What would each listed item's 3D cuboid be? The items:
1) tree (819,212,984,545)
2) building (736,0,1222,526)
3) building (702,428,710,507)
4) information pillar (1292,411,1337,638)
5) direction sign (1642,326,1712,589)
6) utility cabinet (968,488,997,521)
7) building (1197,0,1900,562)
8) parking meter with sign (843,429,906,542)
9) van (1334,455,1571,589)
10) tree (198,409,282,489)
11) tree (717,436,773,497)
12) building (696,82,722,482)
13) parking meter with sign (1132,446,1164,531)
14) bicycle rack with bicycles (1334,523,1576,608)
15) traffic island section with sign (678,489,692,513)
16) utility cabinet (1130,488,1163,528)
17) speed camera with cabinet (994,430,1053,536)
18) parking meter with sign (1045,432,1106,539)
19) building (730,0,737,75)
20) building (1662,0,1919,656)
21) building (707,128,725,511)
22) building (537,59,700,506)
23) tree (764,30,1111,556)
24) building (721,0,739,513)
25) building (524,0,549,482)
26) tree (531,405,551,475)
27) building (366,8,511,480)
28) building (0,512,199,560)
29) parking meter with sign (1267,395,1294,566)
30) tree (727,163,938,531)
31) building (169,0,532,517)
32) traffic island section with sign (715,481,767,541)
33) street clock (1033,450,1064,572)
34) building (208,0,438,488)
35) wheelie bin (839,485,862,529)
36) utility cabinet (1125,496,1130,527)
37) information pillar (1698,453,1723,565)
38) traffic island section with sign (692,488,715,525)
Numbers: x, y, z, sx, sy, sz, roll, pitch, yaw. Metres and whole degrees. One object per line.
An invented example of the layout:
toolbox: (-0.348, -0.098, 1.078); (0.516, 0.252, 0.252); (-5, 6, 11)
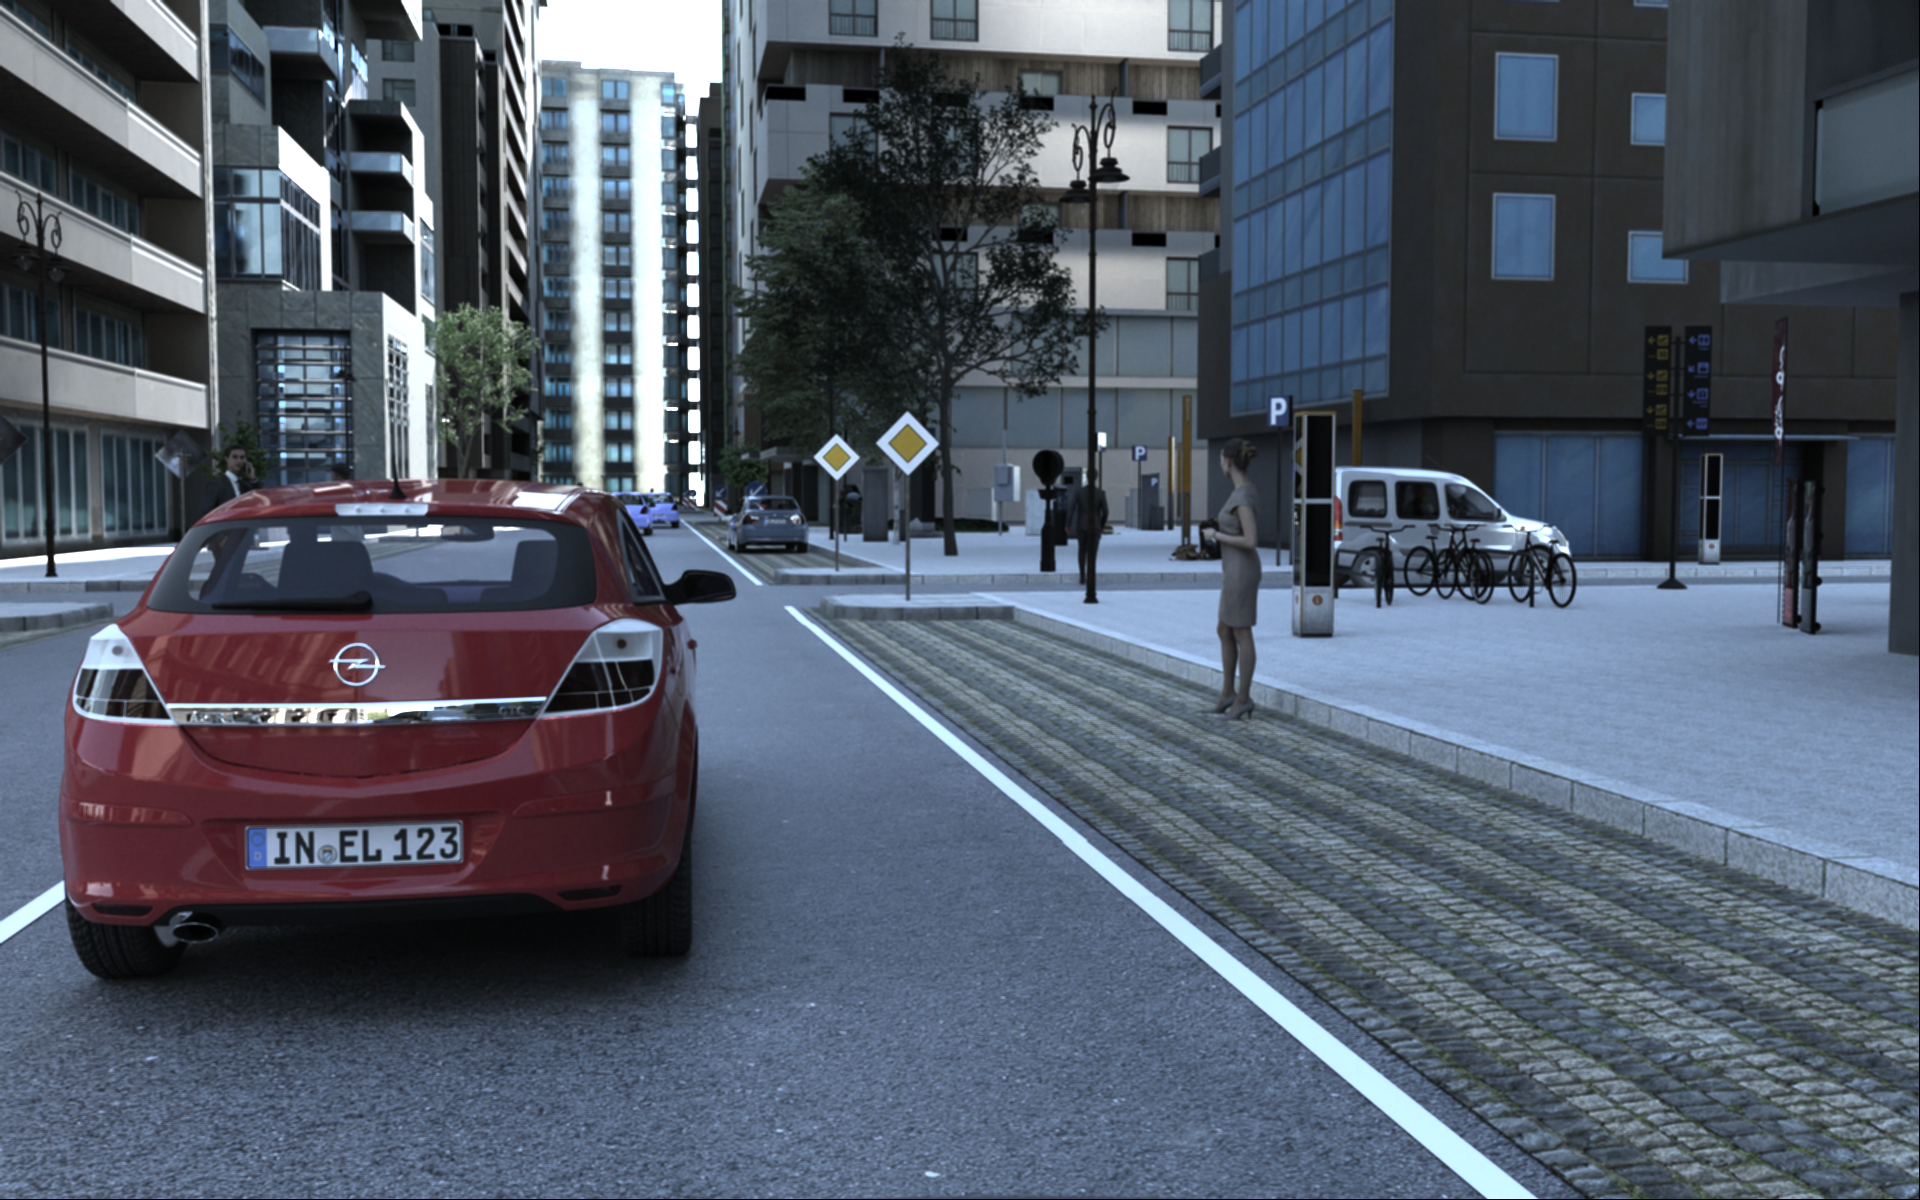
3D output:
tree: (-1.554, -5.678, 43.191); (4.360, 8.622, 3.978); (0, 3, 0)
building: (3.617, -30.095, 81.295); (28.713, 52.752, 27.495); (-1, 4, -10)
building: (-12.811, -52.003, 162.918); (22.319, 86.520, 31.000); (-1, 4, -10)
information pillar: (3.176, -0.676, 15.548); (0.304, 2.012, 0.304); (0, 4, -5)
direction sign: (9.668, -1.921, 23.413); (0.876, 3.537, 0.379); (0, 4, 3)
utility cabinet: (0.829, -3.421, 64.618); (1.173, 1.500, 0.318); (3, 5, 40)
building: (14.319, -23.736, 38.203); (14.200, 45.320, 14.600); (-1, 4, -10)
parking meter with sign: (-2.283, -3.096, 46.881); (1.738, 3.016, 0.543); (0, 4, -7)
van: (7.316, -1.204, 26.694); (4.112, 2.044, 2.013); (-1, 4, -10)
tree: (-16.510, -2.768, 39.854); (1.663, 3.219, 1.824); (0, 3, 0)
tree: (-12.187, -7.032, 98.692); (4.285, 4.588, 4.351); (0, 3, 0)
building: (-21.798, -33.179, 192.582); (14.200, 45.320, 14.600); (-1, 4, -10)
parking meter with sign: (6.739, -3.991, 61.517); (0.543, 3.016, 1.738); (-1, 4, -20)
bicycle rack with bicycles: (5.679, -0.442, 20.614); (2.852, 0.926, 2.925); (0, 4, -2)
traffic island section with sign: (-19.999, -7.358, 128.933); (1.989, 1.847, 2.006); (-1, 4, -10)
utility cabinet: (6.962, -3.430, 64.756); (1.173, 1.500, 0.318); (-1, 4, -11)
speed camera with cabinet: (2.087, -3.620, 53.528); (2.038, 3.252, 0.660); (2, 4, 24)
parking meter with sign: (3.265, -3.260, 49.562); (1.738, 3.016, 0.543); (2, 4, 30)
building: (-7.494, -28.234, 111.744); (14.600, 45.320, 14.200); (-1, 4, -10)
building: (11.692, -19.808, 7.456); (14.154, 41.232, 14.086); (-1, 4, -10)
building: (-13.480, -22.583, 140.929); (14.160, 30.474, 14.107); (-1, 4, -10)
building: (-44.796, -35.109, 193.641); (30.456, 49.044, 23.786); (-1, 4, -10)
tree: (-0.528, -6.200, 35.781); (7.601, 10.594, 8.767); (-1, 4, -12)
building: (-10.366, -27.098, 126.641); (14.154, 41.232, 14.086); (-1, 4, -10)
building: (-51.996, -34.759, 157.548); (27.495, 52.752, 28.713); (-1, 4, -10)
tree: (-35.494, -11.643, 140.725); (4.360, 8.622, 3.978); (0, 3, 0)
building: (-35.627, -20.480, 106.548); (14.160, 30.474, 14.107); (-1, 4, -10)
building: (-28.595, -25.045, 33.186); (21.300, 48.544, 21.600); (-1, 4, -10)
parking meter with sign: (6.359, -2.140, 31.242); (1.738, 3.016, 0.543); (-2, 4, -34)
tree: (-4.694, -8.667, 59.837); (7.486, 12.596, 7.792); (0, 3, 0)
building: (-42.471, -30.554, 123.258); (21.300, 48.544, 21.600); (-1, 4, -10)
traffic island section with sign: (-6.421, -2.732, 53.302); (1.989, 1.847, 2.006); (-1, 4, -10)
street clock: (1.454, -1.468, 28.578); (0.471, 2.002, 0.358); (2, 4, 31)
building: (-32.087, -46.086, 66.184); (22.319, 86.520, 31.000); (-1, 4, -10)
wheelie bin: (-3.630, -3.021, 57.302); (0.980, 1.594, 0.693); (3, 5, 44)
utility cabinet: (6.885, -3.394, 66.652); (1.020, 1.237, 0.306); (-1, 4, -14)
information pillar: (13.631, -1.649, 31.461); (0.304, 2.012, 0.304); (0, 4, 8)
traffic island section with sign: (-11.223, -4.368, 80.038); (1.989, 1.847, 2.006); (-1, 4, -10)
